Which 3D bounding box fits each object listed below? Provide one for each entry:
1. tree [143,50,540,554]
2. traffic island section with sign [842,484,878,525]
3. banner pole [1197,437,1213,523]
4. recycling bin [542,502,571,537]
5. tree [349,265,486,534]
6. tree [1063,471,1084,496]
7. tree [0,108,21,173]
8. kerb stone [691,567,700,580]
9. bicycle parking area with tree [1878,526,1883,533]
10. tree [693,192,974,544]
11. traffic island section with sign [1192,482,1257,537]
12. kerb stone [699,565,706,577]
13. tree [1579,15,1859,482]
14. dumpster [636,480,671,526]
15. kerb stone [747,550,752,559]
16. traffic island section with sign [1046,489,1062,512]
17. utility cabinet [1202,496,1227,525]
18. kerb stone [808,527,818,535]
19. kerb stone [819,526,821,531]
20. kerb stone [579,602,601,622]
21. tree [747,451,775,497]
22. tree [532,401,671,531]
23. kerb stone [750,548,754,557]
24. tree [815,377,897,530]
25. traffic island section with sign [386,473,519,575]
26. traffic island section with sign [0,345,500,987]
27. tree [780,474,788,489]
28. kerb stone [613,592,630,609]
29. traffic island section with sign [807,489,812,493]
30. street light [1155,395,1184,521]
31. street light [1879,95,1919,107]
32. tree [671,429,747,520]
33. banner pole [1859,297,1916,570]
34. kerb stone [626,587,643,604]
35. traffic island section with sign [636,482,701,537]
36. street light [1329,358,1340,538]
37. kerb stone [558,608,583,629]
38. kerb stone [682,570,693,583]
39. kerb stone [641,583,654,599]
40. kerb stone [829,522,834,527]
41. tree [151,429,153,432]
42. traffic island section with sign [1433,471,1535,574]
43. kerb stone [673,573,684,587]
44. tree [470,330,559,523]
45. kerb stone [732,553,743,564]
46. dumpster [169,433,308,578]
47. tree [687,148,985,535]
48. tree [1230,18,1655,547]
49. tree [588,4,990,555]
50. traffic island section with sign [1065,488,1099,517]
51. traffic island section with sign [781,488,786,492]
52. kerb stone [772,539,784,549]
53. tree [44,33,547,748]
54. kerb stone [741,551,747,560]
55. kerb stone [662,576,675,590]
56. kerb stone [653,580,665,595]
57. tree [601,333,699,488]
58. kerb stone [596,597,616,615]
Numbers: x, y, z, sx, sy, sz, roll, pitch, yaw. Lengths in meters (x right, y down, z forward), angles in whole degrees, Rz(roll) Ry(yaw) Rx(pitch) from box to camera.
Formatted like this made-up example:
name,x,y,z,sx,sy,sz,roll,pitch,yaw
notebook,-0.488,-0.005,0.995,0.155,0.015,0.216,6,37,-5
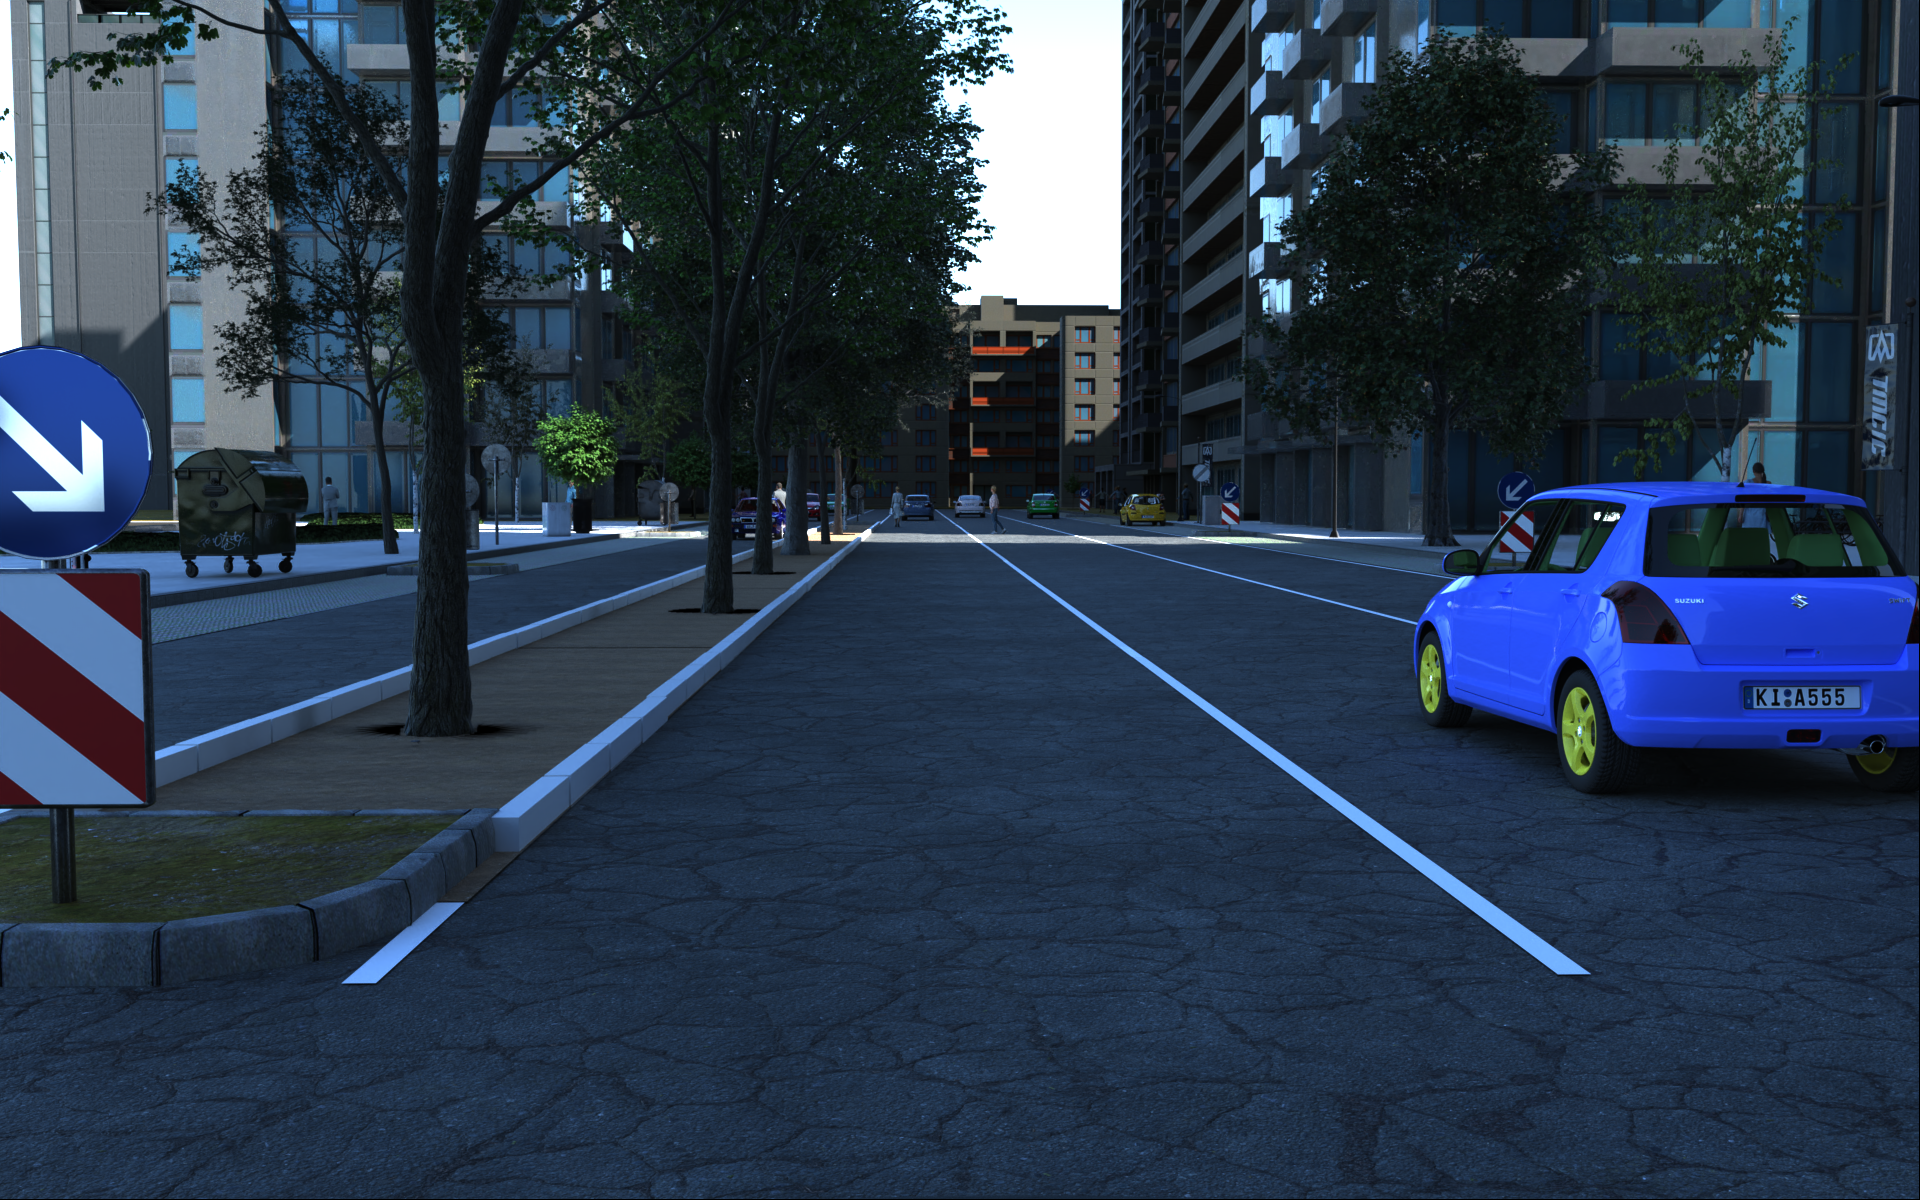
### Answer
name,x,y,z,sx,sy,sz,roll,pitch,yaw
tree,-12.536,-6.272,36.960,7.601,10.594,8.767,1,4,13
traffic island section with sign,-4.826,-4.461,81.081,2.006,1.907,1.989,0,4,-2
banner pole,10.669,-5.248,75.823,0.863,3.779,0.401,1,4,19
recycling bin,-12.258,-2.450,52.604,0.722,1.027,0.722,-2,4,-26
tree,-17.387,-6.455,55.905,4.737,8.622,4.395,0,3,0
tree,9.367,-9.216,145.283,1.663,3.219,1.824,0,3,0
tree,-11.750,-4.073,16.959,4.360,8.622,3.978,0,3,0
kerb stone,-4.498,-0.409,28.877,0.120,0.150,1.000,0,4,-2
bicycle parking area with tree,25.095,-3.499,44.219,8.231,4.147,9.016,-3,5,-42
tree,-3.794,-6.869,49.182,8.767,10.594,7.601,0,4,-2
traffic island section with sign,8.929,-3.070,58.824,1.989,1.847,2.006,0,4,-2
kerb stone,-4.522,-0.472,29.909,0.120,0.150,1.000,0,4,-2
tree,12.130,-4.719,27.513,4.737,8.622,4.395,0,3,0
dumpster,-12.543,-3.989,70.984,1.264,1.857,1.865,0,4,-2
kerb stone,-4.740,-0.974,38.112,0.120,0.150,1.000,0,4,-2
traffic island section with sign,6.893,-7.776,135.765,1.989,1.847,2.006,0,4,-2
utility cabinet,10.532,-3.695,71.577,1.020,1.237,0.306,-1,4,-21
kerb stone,-5.419,-2.540,63.740,0.120,0.150,1.000,0,4,-2
kerb stone,-5.476,-2.660,65.784,0.120,0.150,1.000,0,4,-2
kerb stone,-4.247,0.158,19.617,0.120,0.150,1.000,0,4,-2
tree,-14.548,-7.585,107.722,4.285,4.588,4.351,0,3,0
tree,-13.404,-4.728,61.024,4.285,4.588,4.351,0,3,0
kerb stone,-4.765,-1.034,39.141,0.120,0.150,1.000,0,4,-2
tree,-4.514,-7.071,68.427,4.737,8.622,4.395,0,3,0
traffic island section with sign,-9.074,-1.383,31.248,1.989,1.847,2.006,0,4,-2
traffic island section with sign,-2.824,0.133,5.969,2.006,1.907,1.989,0,4,-2
tree,-14.431,-9.294,146.553,1.663,3.219,1.824,0,3,0
kerb stone,-4.307,0.039,21.674,0.120,0.150,1.000,0,4,-2
traffic island section with sign,-11.833,-7.765,135.582,1.989,1.847,2.006,0,4,-2
street light,9.823,-6.645,81.183,1.470,5.913,1.316,0,4,-2
street light,11.402,-2.924,20.354,1.470,5.913,1.316,0,4,-2
tree,-13.358,-6.359,87.678,4.285,4.588,4.351,0,3,0
banner pole,11.981,-1.976,22.323,0.401,3.779,0.863,-2,4,-25
kerb stone,-4.330,-0.031,22.708,0.120,0.150,1.000,0,4,-2
traffic island section with sign,-9.790,-3.040,58.333,1.989,1.847,2.006,0,4,-2
street light,10.507,-4.794,50.915,1.470,5.913,1.316,0,4,-2
kerb stone,-4.227,0.221,18.585,0.120,0.150,1.000,0,4,-2
kerb stone,-4.466,-0.346,27.850,0.120,0.150,1.000,0,4,-2
kerb stone,-4.358,-0.094,23.732,0.120,0.150,1.000,0,4,-2
kerb stone,-5.831,-3.481,79.104,0.120,0.150,1.000,0,4,-2
tree,-24.299,-3.947,48.250,4.285,4.588,4.351,0,3,0
traffic island section with sign,9.659,-1.383,31.246,1.989,1.847,2.006,0,4,-2
kerb stone,-4.440,-0.280,26.828,0.120,0.150,1.000,0,4,-2
tree,-20.072,-7.816,78.155,4.360,8.622,3.978,0,3,0
kerb stone,-4.692,-0.848,36.067,0.120,0.150,1.000,0,4,-2
dumpster,-11.348,-1.516,27.284,1.502,2.255,1.985,0,4,-1
tree,-4.214,-8.991,59.826,12.009,13.543,11.850,0,3,0
tree,11.828,-7.669,42.392,9.611,12.733,9.660,0,3,0
tree,-3.867,-8.021,40.261,9.857,13.997,8.962,0,3,0
traffic island section with sign,7.616,-6.101,108.375,1.989,1.847,2.006,0,4,-2
traffic island section with sign,-11.123,-6.117,108.636,1.989,1.847,2.006,0,4,-2
kerb stone,-4.975,-1.532,47.344,0.120,0.150,1.000,0,4,-2
tree,-2.987,-4.994,9.857,9.928,11.665,9.643,0,3,0
kerb stone,-4.715,-0.911,37.089,0.120,0.150,1.000,0,4,-2
kerb stone,-4.415,-0.219,25.796,0.120,0.150,1.000,0,4,-2
kerb stone,-4.383,-0.157,24.766,0.120,0.150,1.000,0,4,-2
tree,-13.420,-7.731,76.768,4.737,8.622,4.395,0,3,0
kerb stone,-4.284,0.095,20.644,0.120,0.150,1.000,0,4,-2
